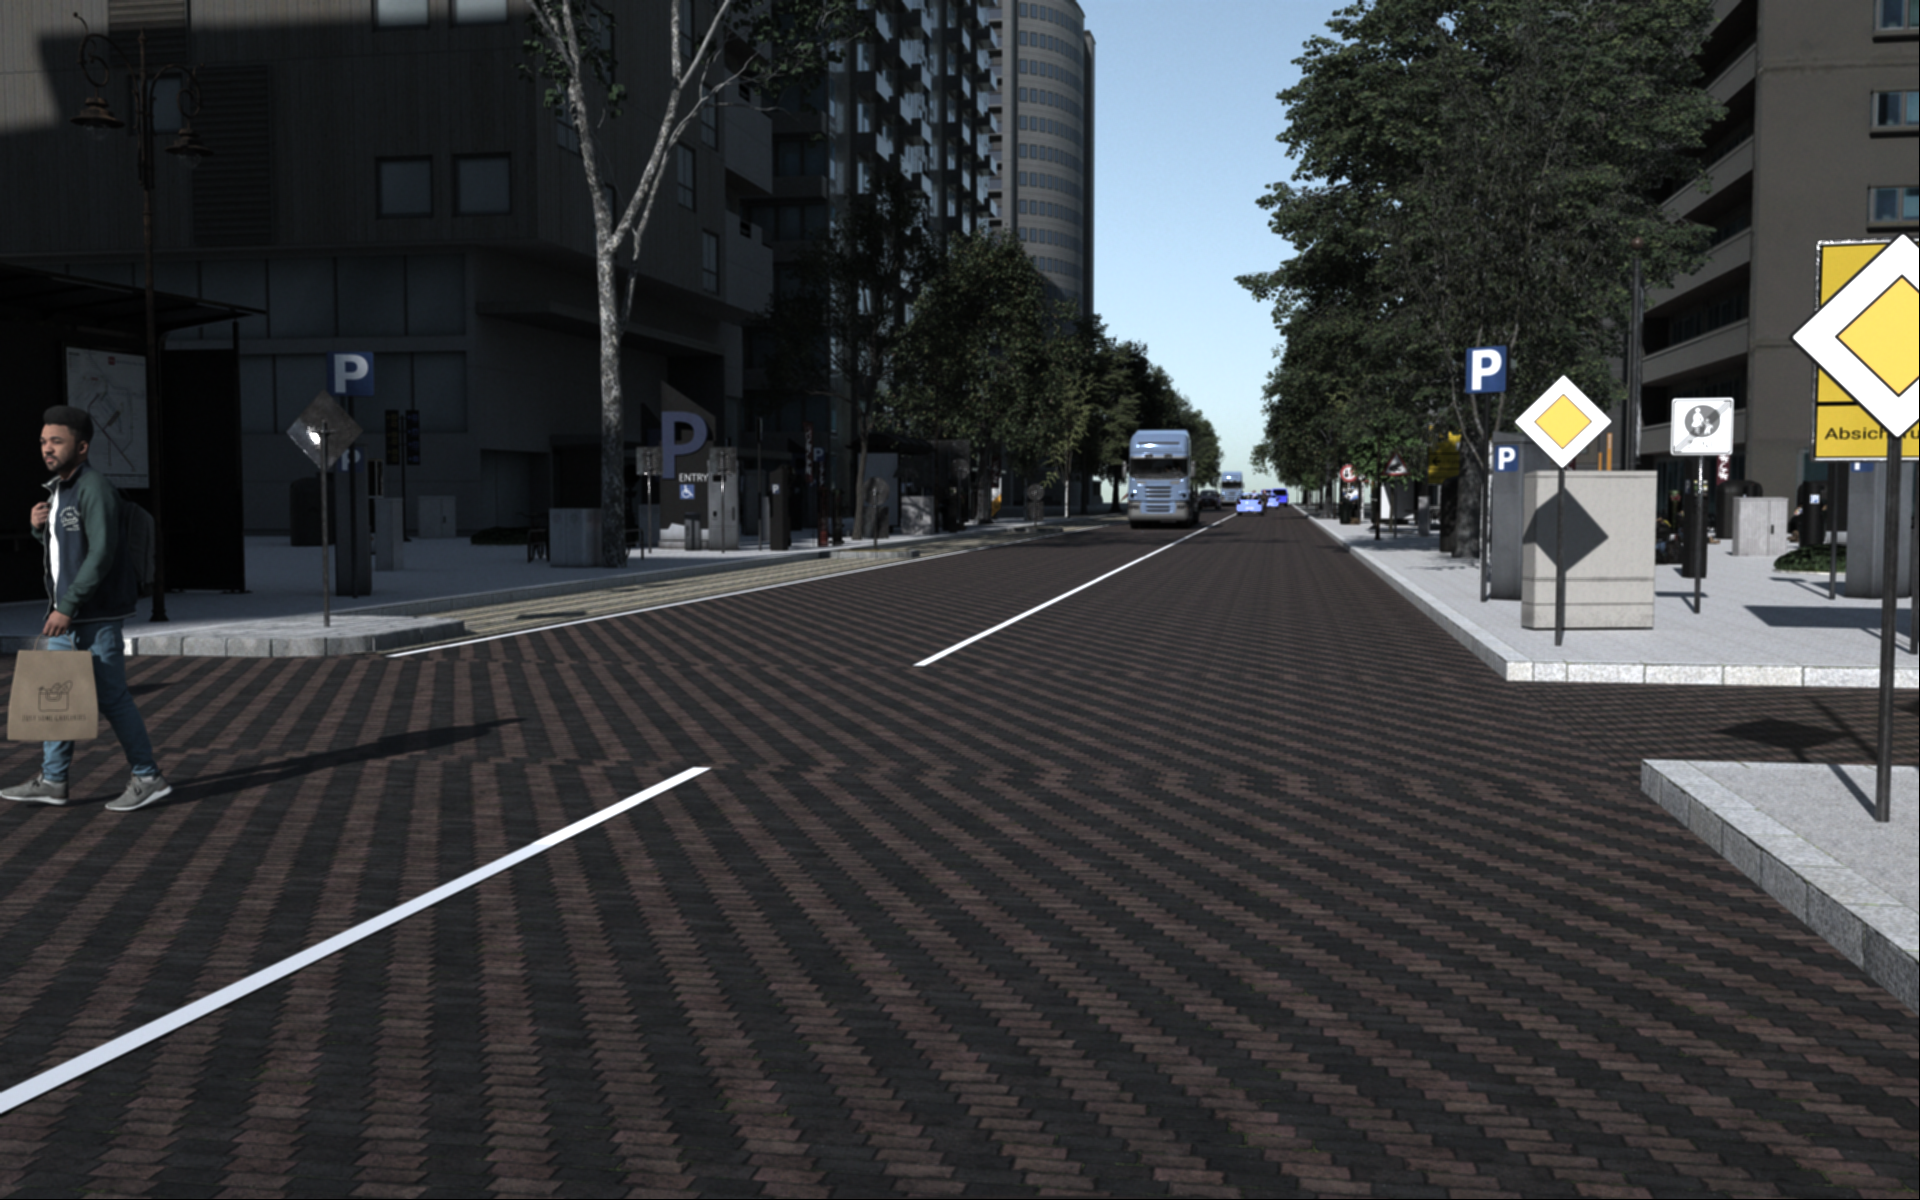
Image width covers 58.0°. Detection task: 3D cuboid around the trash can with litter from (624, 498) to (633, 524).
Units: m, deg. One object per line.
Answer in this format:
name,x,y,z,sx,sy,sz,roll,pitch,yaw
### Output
trash can with litter,-10.111,-2.393,50.519,1.055,1.170,0.624,-3,5,-44

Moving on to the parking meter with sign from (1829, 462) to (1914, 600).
parking meter with sign,11.363,-1.532,21.317,1.738,3.016,0.543,-2,4,-24

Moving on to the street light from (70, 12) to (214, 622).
street light,-8.076,-2.722,17.285,0.468,5.910,1.993,1,4,10

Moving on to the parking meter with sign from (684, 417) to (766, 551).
parking meter with sign,-5.376,-2.634,39.319,1.738,3.016,0.543,0,4,-2

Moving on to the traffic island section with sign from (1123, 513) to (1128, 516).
traffic island section with sign,11.851,-6.485,114.652,1.989,1.847,2.006,1,4,10

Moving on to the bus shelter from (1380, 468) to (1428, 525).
bus shelter,17.692,-4.599,69.113,2.014,3.302,5.546,1,4,10

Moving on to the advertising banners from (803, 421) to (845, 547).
advertising banners,-3.339,-2.822,42.321,0.090,3.025,2.074,2,4,24

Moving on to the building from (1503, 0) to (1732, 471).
building,42.003,-26.170,111.476,14.154,41.232,14.086,1,4,10

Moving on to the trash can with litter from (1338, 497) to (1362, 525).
trash can with litter,16.493,-3.774,73.093,0.624,1.170,1.055,-3,4,-39

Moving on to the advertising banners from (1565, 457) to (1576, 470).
advertising banners,18.759,-3.599,55.027,0.090,3.025,2.074,-2,4,-30

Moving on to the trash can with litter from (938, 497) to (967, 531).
trash can with litter,-0.267,-3.011,60.613,0.624,1.170,1.055,3,5,42

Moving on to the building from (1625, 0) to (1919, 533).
building,38.288,-26.914,63.739,21.300,48.544,21.600,1,4,10

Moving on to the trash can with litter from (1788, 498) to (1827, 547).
trash can with litter,19.845,-1.785,40.572,0.624,1.170,1.055,1,4,22

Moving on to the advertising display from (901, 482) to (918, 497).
advertising display,-2.700,-5.298,91.829,0.974,1.923,0.123,-1,4,-18

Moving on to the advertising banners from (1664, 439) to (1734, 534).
advertising banners,23.543,-3.607,55.161,2.074,3.025,0.090,0,4,5

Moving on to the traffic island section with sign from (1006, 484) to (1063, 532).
traffic island section with sign,2.872,-3.494,65.751,1.989,1.847,2.006,1,4,10

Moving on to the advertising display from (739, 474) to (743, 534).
advertising display,-6.761,-3.064,55.306,0.123,1.923,0.974,-2,4,-34

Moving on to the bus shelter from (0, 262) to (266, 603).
bus shelter,-10.278,-1.720,19.405,1.731,3.624,6.357,1,4,11

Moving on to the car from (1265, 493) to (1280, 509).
car,29.028,-9.346,162.403,1.945,1.707,3.694,1,4,10

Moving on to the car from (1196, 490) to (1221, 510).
car,23.129,-9.313,160.941,2.281,1.827,5.304,1,4,12

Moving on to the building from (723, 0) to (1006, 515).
building,-9.299,-31.791,139.390,23.786,49.044,30.456,1,4,10

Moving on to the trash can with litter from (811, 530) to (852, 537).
trash can with litter,-3.706,-2.549,52.733,1.678,1.210,2.233,-1,4,-9

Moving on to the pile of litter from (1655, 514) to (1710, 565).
pile of litter,12.581,-1.091,31.797,1.719,0.858,1.176,-1,4,-16

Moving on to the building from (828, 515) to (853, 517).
building,-14.292,-29.949,109.267,23.786,49.044,30.456,1,4,10

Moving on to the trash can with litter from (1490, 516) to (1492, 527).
trash can with litter,7.758,-0.809,24.615,0.624,1.170,1.055,0,4,7

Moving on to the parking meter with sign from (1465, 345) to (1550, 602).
parking meter with sign,6.860,-1.518,21.084,1.738,3.016,0.543,-3,5,-41

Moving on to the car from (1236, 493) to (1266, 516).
car,19.298,-6.450,115.050,1.945,1.707,3.694,1,4,12

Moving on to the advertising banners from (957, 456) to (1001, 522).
advertising banners,0.900,-5.085,79.323,2.074,3.025,0.090,0,4,-5

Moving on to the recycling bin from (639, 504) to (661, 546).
recycling bin,-7.450,-1.851,42.817,0.722,1.027,0.722,2,4,26

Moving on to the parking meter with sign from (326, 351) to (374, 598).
parking meter with sign,-7.720,-1.576,22.030,0.543,3.016,1.738,-1,4,-19

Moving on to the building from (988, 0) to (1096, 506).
building,3.588,-40.293,200.789,21.231,58.520,28.212,1,4,10

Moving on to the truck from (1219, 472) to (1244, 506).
truck,33.690,-13.648,212.902,2.967,4.110,18.799,1,4,11

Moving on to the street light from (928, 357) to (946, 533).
street light,-0.763,-5.141,56.842,0.468,5.910,1.993,1,4,10

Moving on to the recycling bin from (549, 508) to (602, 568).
recycling bin,-6.748,-1.100,30.534,0.722,1.027,0.722,1,4,19

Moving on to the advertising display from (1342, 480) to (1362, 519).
advertising display,17.508,-4.419,77.466,0.123,1.923,0.974,-3,5,-42

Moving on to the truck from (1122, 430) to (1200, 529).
truck,9.380,-5.411,78.233,2.967,4.110,18.799,1,4,9

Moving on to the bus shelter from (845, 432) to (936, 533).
bus shelter,-2.259,-3.976,58.938,2.014,3.302,5.546,1,4,11

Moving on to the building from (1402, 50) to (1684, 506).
building,66.436,-37.500,202.365,28.713,52.752,27.495,1,4,10

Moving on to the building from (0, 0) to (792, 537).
building,-23.006,-29.037,63.991,28.713,52.752,27.495,1,4,10

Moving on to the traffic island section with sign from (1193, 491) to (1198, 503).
traffic island section with sign,26.592,-11.404,195.082,1.989,1.847,2.006,1,4,10

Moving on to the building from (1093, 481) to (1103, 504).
building,2.152,-32.800,228.165,32.217,40.220,23.993,1,4,10

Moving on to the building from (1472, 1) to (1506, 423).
building,51.440,-31.349,132.169,23.786,49.044,30.456,1,4,10

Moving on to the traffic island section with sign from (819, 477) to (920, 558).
traffic island section with sign,-1.980,-1.872,39.235,1.989,1.847,2.006,1,4,10

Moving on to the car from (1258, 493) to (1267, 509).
car,29.925,-10.015,173.342,1.945,1.707,3.694,1,4,10

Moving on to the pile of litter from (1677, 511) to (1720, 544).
pile of litter,19.136,-1.914,45.266,1.176,0.858,1.719,0,4,1

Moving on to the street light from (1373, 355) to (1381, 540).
street light,11.718,-4.626,48.429,0.468,5.910,1.993,1,4,10

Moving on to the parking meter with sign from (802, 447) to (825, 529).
parking meter with sign,-5.605,-4.199,64.917,0.543,3.016,1.738,-2,4,-24
